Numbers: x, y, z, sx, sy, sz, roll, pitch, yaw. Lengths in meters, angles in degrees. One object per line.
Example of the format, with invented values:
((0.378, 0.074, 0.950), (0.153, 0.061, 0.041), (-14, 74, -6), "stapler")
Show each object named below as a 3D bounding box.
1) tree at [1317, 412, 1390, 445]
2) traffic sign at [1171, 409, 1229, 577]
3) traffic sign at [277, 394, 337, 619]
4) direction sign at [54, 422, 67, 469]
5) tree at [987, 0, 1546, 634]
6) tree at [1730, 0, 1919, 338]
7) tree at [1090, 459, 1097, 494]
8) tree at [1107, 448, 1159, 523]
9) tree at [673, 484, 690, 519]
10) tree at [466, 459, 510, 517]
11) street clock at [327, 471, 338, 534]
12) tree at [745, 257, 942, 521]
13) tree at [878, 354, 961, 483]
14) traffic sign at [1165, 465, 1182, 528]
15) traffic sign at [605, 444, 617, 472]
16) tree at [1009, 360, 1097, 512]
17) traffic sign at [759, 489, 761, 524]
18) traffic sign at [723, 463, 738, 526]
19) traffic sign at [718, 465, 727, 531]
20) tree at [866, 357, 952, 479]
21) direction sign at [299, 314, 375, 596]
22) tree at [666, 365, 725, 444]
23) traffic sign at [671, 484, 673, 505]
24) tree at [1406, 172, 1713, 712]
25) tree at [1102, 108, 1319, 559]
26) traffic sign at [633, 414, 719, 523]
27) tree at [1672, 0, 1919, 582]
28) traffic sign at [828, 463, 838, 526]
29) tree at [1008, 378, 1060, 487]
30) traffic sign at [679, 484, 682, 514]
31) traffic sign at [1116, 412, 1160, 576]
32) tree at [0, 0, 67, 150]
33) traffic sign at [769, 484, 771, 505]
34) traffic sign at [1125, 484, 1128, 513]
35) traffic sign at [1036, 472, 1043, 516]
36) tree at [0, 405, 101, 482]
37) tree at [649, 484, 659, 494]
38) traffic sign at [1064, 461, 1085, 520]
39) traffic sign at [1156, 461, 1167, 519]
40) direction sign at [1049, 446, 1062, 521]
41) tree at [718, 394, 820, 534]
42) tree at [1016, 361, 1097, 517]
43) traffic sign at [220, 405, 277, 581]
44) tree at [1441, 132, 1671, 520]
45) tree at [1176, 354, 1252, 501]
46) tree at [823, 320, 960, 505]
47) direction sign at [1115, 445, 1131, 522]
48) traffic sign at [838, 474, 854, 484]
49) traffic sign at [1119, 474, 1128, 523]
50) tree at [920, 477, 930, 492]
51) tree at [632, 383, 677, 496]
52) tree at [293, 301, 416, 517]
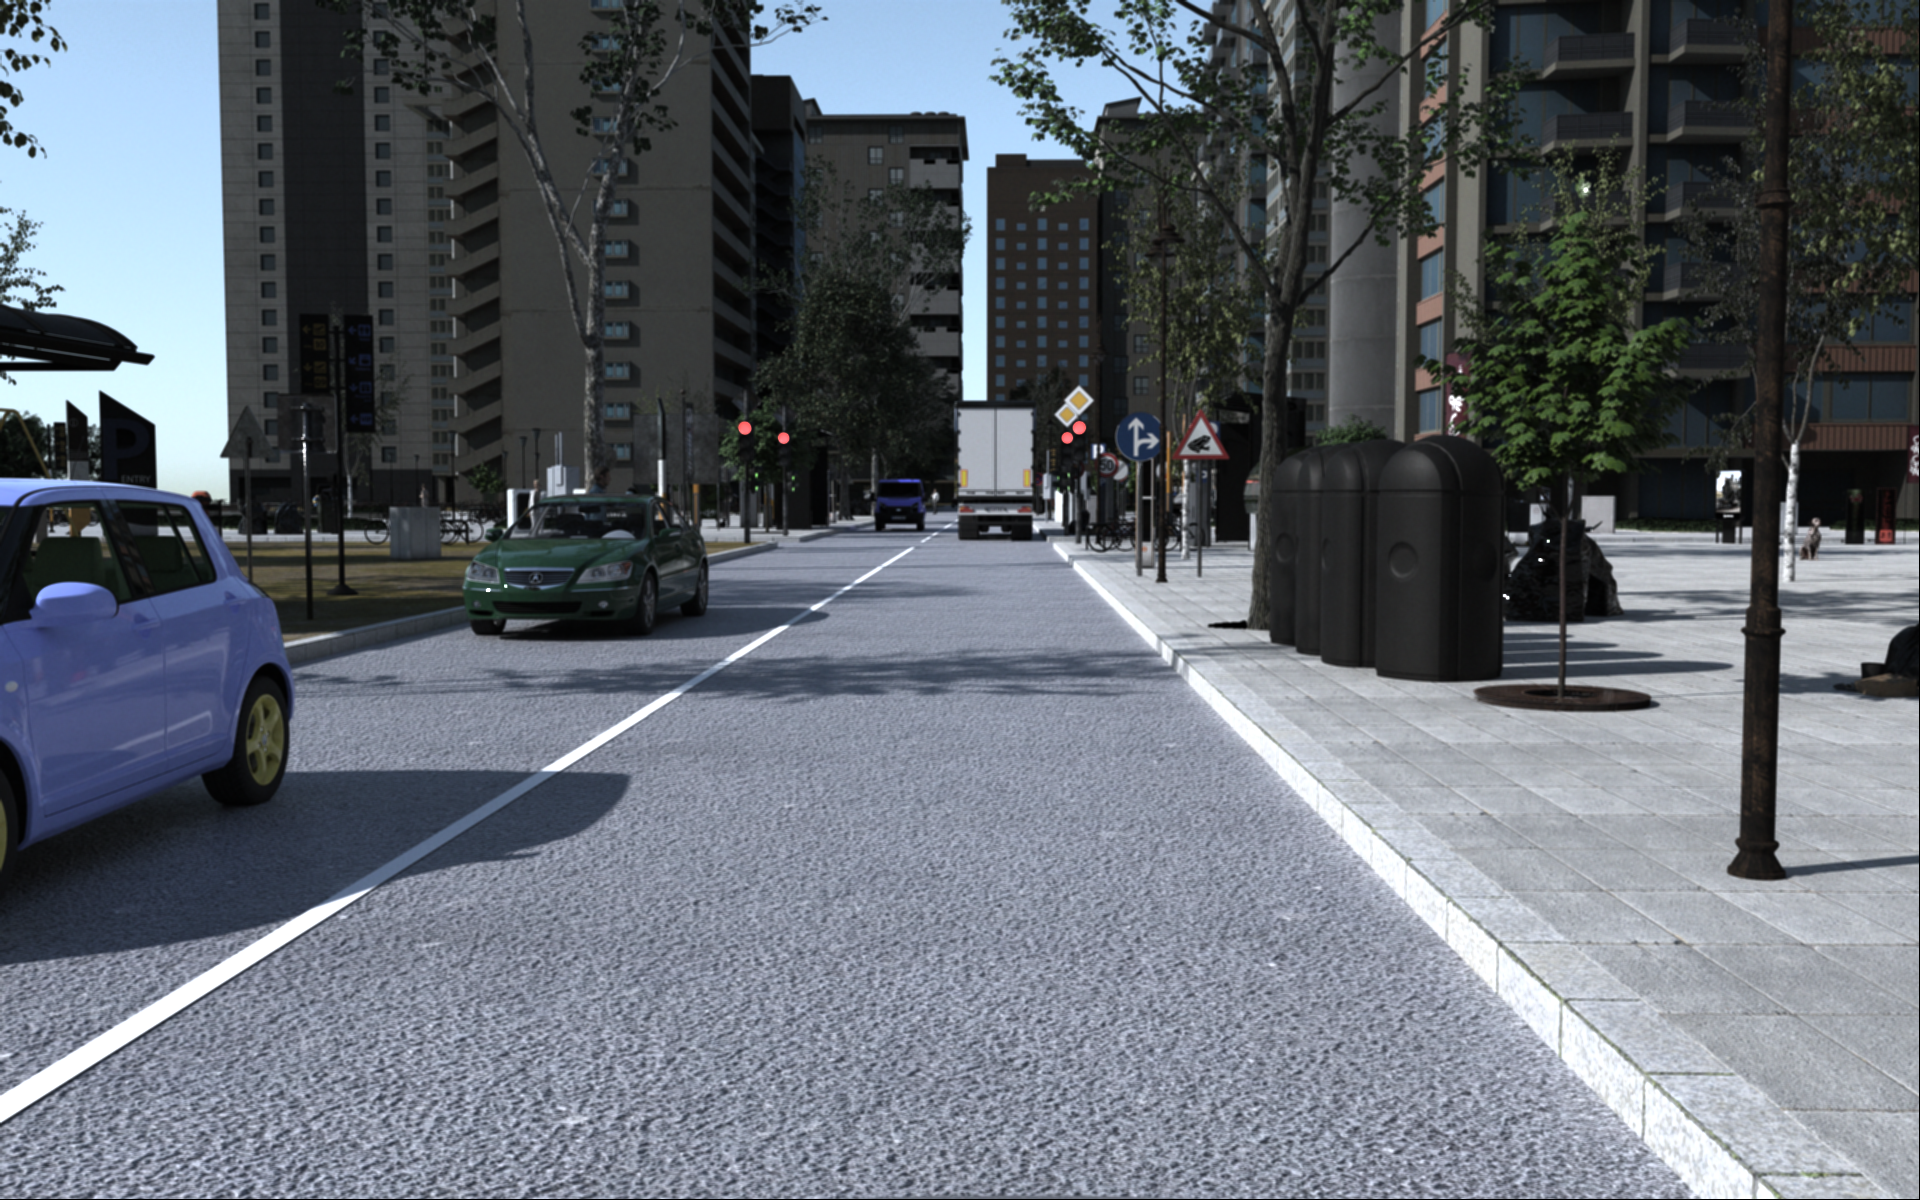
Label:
((15.717, -5.231, 69.245), (4.285, 4.588, 4.351), (0, 3, 0), "tree")
((3.693, -1.629, 26.646), (0.884, 2.594, 0.081), (0, 4, 4), "traffic sign")
((-6.655, -0.951, 17.674), (0.606, 2.300, 0.079), (0, 4, 2), "traffic sign")
((-28.192, -3.846, 54.887), (0.379, 3.537, 0.876), (3, 5, 45), "direction sign")
((3.079, -5.522, 16.036), (9.928, 11.665, 9.643), (0, 3, 0), "tree")
((9.770, -4.042, 16.442), (4.737, 8.622, 4.395), (0, 3, 0), "tree")
((6.821, -5.370, 82.403), (1.663, 3.219, 1.824), (0, 3, 0), "tree")
((7.806, -5.030, 76.837), (1.663, 3.219, 1.824), (0, 3, 0), "tree")
((-14.465, -5.881, 90.762), (1.663, 3.219, 1.824), (0, 3, 0), "tree")
((-26.415, -6.225, 96.383), (1.663, 3.219, 1.824), (0, 3, 0), "tree")
((-19.985, -3.106, 55.359), (0.358, 2.002, 0.471), (1, 4, 11), "street clock")
((-5.530, -10.201, 83.791), (9.611, 12.733, 9.660), (0, 3, 0), "tree")
((-3.966, -15.219, 155.485), (9.857, 13.997, 8.962), (0, 3, 0), "tree")
((7.640, -3.756, 61.414), (0.884, 2.594, 0.081), (1, 4, 11), "traffic sign")
((-8.961, -2.644, 43.328), (0.768, 2.556, 0.104), (0, 4, 4), "traffic sign")
((6.143, -11.380, 120.471), (7.601, 10.594, 8.767), (0, 4, 7), "tree")
((-8.528, -4.515, 73.826), (0.884, 2.594, 0.081), (0, 4, 5), "traffic sign")
((-9.380, -4.287, 70.192), (0.768, 2.556, 0.104), (1, 4, 9), "traffic sign")
((-8.467, -3.583, 60.719), (0.606, 2.300, 0.079), (0, 4, 4), "traffic sign")
((-4.491, -13.645, 141.223), (7.486, 12.596, 7.792), (0, 3, 0), "tree")
((-7.860, -1.831, 21.932), (0.876, 3.537, 0.379), (-1, 4, -13), "direction sign")
((-15.136, -9.074, 98.718), (4.360, 8.622, 3.978), (0, 3, 0), "tree")
((-8.823, -3.242, 53.007), (0.884, 2.594, 0.081), (0, 4, 3), "traffic sign")
((3.734, -0.971, 10.482), (1.663, 3.219, 1.824), (0, 3, 0), "tree")
((4.682, -5.117, 34.023), (4.737, 8.622, 4.395), (0, 3, 0), "tree")
((-7.226, -3.066, 43.997), (2.265, 3.308, 0.079), (1, 4, 10), "traffic sign")
((12.306, -4.589, 25.398), (4.360, 8.622, 3.978), (0, 3, 0), "tree")
((-5.325, -4.290, 70.251), (0.768, 2.556, 0.104), (0, 4, 2), "traffic sign")
((6.921, -15.559, 171.402), (9.611, 12.733, 9.660), (0, 3, 0), "tree")
((-9.859, -3.726, 61.033), (0.768, 2.556, 0.104), (1, 4, 8), "traffic sign")
((2.805, -1.643, 26.975), (0.768, 2.556, 0.104), (1, 4, 11), "traffic sign")
((-7.757, -3.711, 11.032), (4.737, 8.622, 4.395), (0, 3, 0), "tree")
((-7.440, -4.134, 67.691), (0.768, 2.556, 0.104), (0, 4, 3), "traffic sign")
((9.435, -5.924, 98.991), (0.606, 2.300, 0.079), (0, 4, 7), "traffic sign")
((4.559, -6.208, 101.603), (0.768, 2.556, 0.104), (1, 4, 8), "traffic sign")
((-60.658, -8.935, 108.994), (11.467, 7.101, 20.602), (0, 4, 1), "tree")
((-19.494, -7.175, 111.909), (1.663, 3.219, 1.824), (0, 3, 0), "tree")
((3.977, -3.696, 60.530), (0.768, 2.556, 0.104), (0, 4, 6), "traffic sign")
((8.013, -4.132, 67.661), (0.768, 2.556, 0.104), (0, 4, 3), "traffic sign")
((4.646, -5.512, 82.125), (0.876, 3.537, 0.379), (1, 4, 13), "direction sign")
((-6.413, -4.474, 56.857), (4.285, 4.588, 4.351), (0, 3, 0), "tree")
((5.235, -8.875, 95.460), (4.360, 8.622, 3.978), (0, 3, 0), "tree")
((-10.451, -1.555, 25.431), (0.884, 2.594, 0.081), (1, 4, 8), "traffic sign")
((12.352, -5.207, 35.496), (4.737, 8.622, 4.395), (0, 3, 0), "tree")
((13.442, -8.597, 90.921), (4.360, 8.622, 3.978), (0, 3, 0), "tree")
((-4.961, -12.636, 116.968), (12.009, 13.543, 11.850), (0, 3, 0), "tree")
((7.555, -5.366, 79.729), (0.876, 3.537, 0.379), (0, 4, 1), "direction sign")
((-6.037, -5.595, 91.487), (0.884, 2.594, 0.081), (0, 4, 8), "traffic sign")
((6.861, -4.564, 74.726), (0.768, 2.556, 0.104), (0, 4, 4), "traffic sign")
((-3.912, -11.340, 180.004), (1.663, 3.219, 1.824), (0, 3, 0), "tree")
((-20.115, -10.125, 115.904), (4.737, 8.622, 4.395), (0, 3, 0), "tree")
((-23.490, -7.148, 67.228), (4.360, 8.622, 3.978), (0, 3, 0), "tree")
